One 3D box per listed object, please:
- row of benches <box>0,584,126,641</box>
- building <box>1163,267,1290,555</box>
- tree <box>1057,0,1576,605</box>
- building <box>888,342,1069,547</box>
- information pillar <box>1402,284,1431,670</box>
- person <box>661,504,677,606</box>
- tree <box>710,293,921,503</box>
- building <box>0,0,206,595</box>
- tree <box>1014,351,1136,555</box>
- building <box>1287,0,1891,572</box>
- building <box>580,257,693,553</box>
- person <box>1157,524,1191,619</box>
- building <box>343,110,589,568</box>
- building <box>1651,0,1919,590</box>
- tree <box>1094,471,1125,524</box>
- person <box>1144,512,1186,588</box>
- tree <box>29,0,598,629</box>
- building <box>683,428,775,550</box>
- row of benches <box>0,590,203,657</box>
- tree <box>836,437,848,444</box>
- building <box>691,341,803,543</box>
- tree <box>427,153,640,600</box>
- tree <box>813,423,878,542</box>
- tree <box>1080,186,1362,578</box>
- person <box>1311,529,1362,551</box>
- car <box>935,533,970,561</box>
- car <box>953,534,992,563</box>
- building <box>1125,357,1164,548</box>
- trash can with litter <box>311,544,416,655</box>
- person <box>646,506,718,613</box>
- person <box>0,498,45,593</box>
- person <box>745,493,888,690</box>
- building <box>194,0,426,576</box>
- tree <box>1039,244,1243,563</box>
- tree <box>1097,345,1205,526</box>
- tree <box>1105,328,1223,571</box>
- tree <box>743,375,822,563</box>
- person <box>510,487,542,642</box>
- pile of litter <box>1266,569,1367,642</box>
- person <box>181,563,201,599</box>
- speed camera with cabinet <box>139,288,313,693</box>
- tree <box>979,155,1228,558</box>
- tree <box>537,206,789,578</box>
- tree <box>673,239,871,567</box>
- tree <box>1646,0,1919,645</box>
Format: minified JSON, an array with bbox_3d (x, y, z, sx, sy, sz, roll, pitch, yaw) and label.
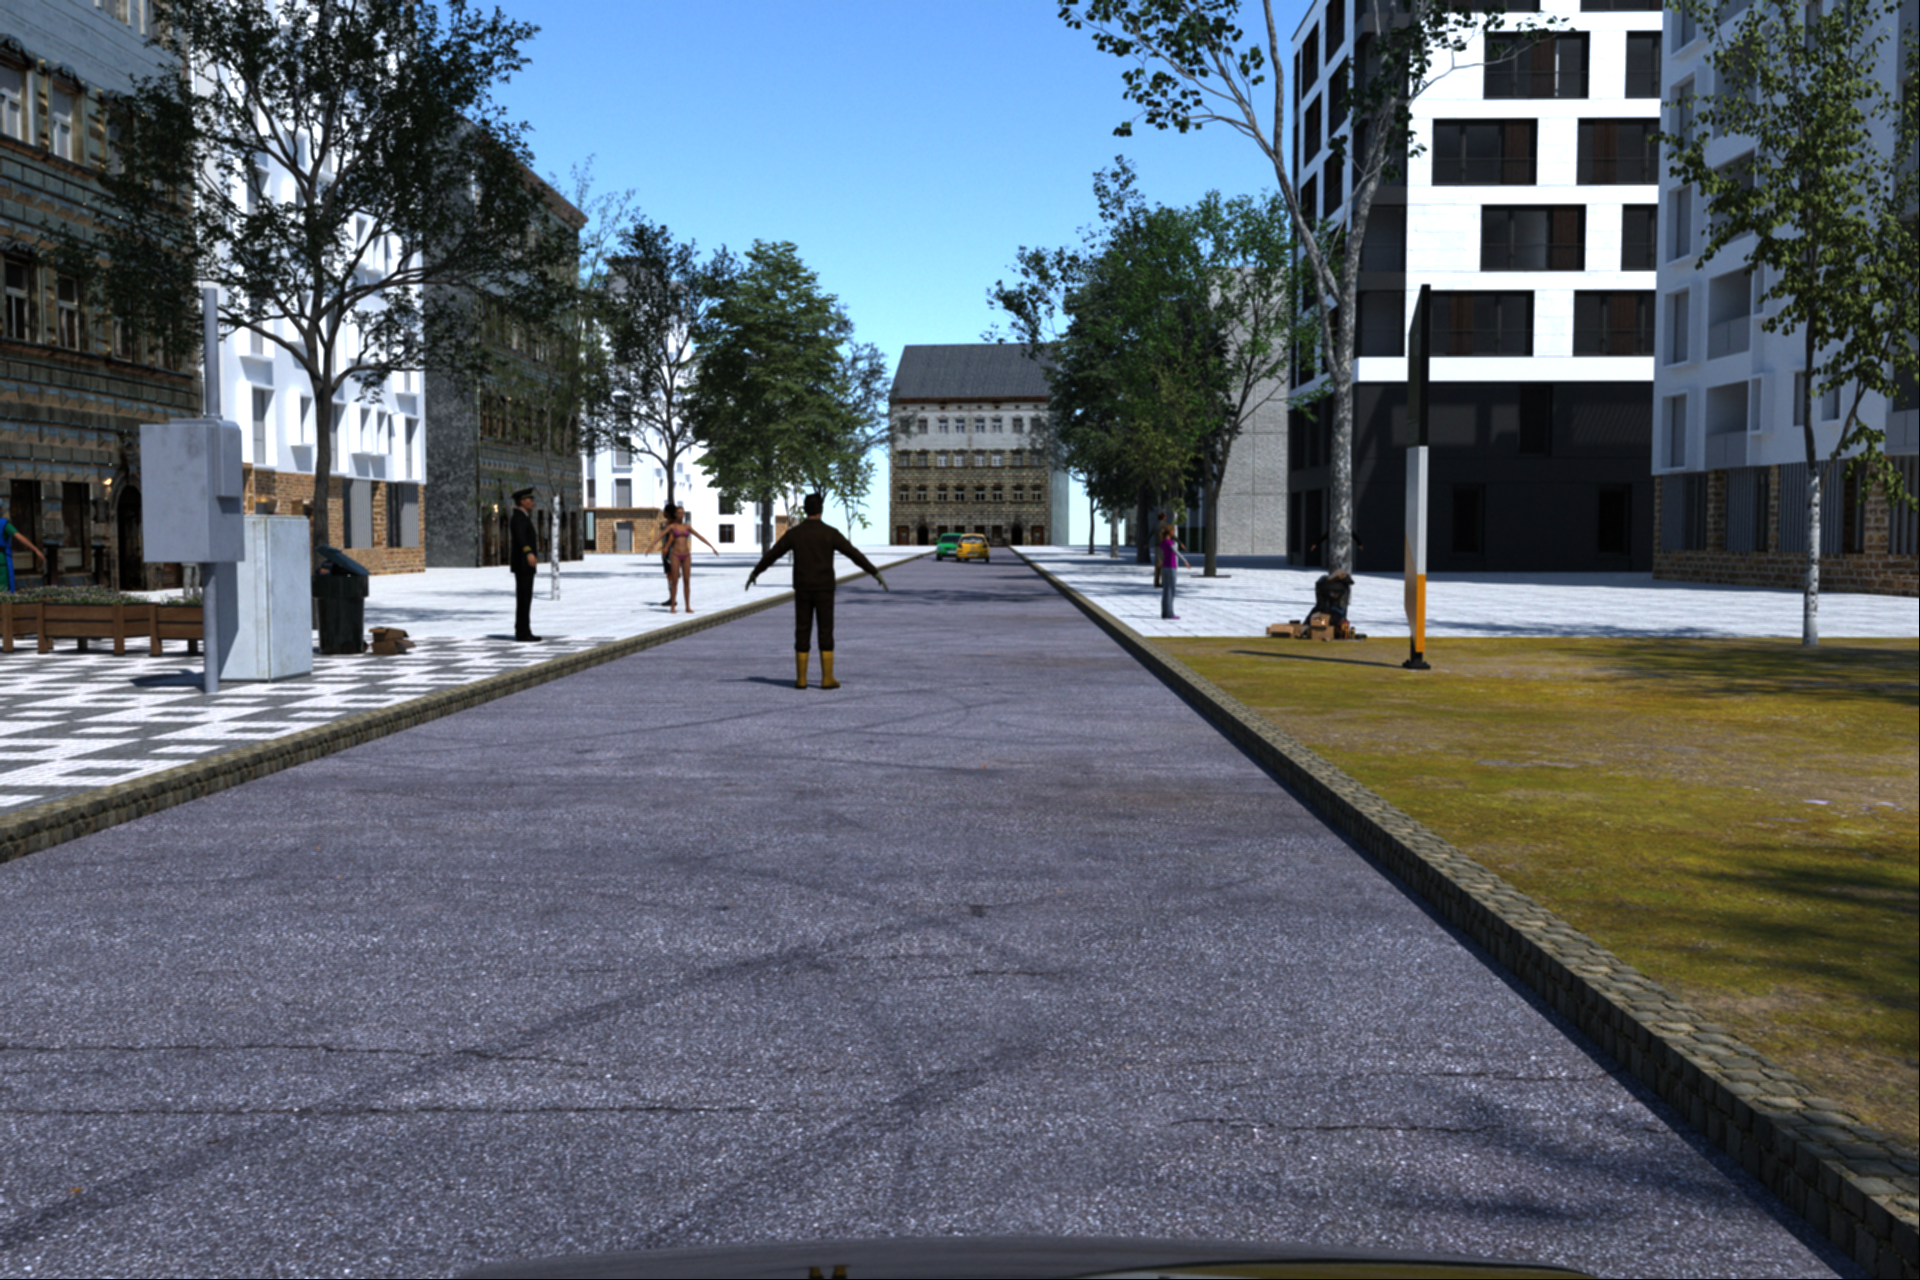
[{"bbox_3d":[-12.218,-0.358,21.312,4.104,0.672,1.422,0,4,6],"label":"row of benches"},{"bbox_3d":[24.574,-15.704,123.216,16.747,18.905,31.486,0,4,1],"label":"building"},{"bbox_3d":[6.227,-10.773,32.029,12.611,20.169,13.585,0,3,0],"label":"tree"},{"bbox_3d":[2.591,-22.340,198.646,18.063,23.208,19.493,1,4,10],"label":"building"},{"bbox_3d":[4.362,-1.540,16.527,0.183,3.616,0.504,0,4,1],"label":"information pillar"},{"bbox_3d":[-5.209,-1.521,31.005,0.704,1.843,1.345,-1,4,-9],"label":"person"},{"bbox_3d":[-7.105,-10.829,87.426,12.009,13.543,11.850,0,3,0],"label":"tree"},{"bbox_3d":[-27.373,-12.304,32.093,19.493,23.208,18.063,0,3,0],"label":"building"},{"bbox_3d":[8.209,-11.962,105.949,12.009,13.543,11.850,0,3,0],"label":"tree"},{"bbox_3d":[27.652,-14.062,73.896,27.936,21.610,32.646,0,4,1],"label":"building"},{"bbox_3d":[-25.736,-16.090,119.496,16.016,20.090,11.380,0,4,2],"label":"building"},{"bbox_3d":[3.212,-1.033,26.160,0.599,1.433,0.991,-1,4,-20],"label":"person"},{"bbox_3d":[-27.526,-14.877,74.175,19.493,23.208,18.063,0,3,0],"label":"building"},{"bbox_3d":[24.442,-11.614,46.310,16.016,20.090,11.380,0,4,1],"label":"building"},{"bbox_3d":[19.529,-17.669,195.539,9.857,13.997,8.962,0,3,0],"label":"tree"},{"bbox_3d":[4.839,-2.150,41.425,0.705,1.796,1.348,-3,4,-39],"label":"person"},{"bbox_3d":[-8.349,-5.430,23.188,7.601,10.594,8.767,-3,5,-40],"label":"tree"},{"bbox_3d":[-20.433,-12.725,150.199,9.099,9.664,28.070,0,4,1],"label":"building"},{"bbox_3d":[-9.328,-0.194,18.640,4.104,0.672,1.422,1,4,16],"label":"row of benches"},{"bbox_3d":[-18.584,-20.959,198.574,12.611,20.169,13.585,0,3,0],"label":"tree"},{"bbox_3d":[-21.629,-19.070,168.213,16.016,20.090,11.380,0,4,1],"label":"building"},{"bbox_3d":[-7.759,-5.071,33.278,4.360,8.622,3.978,0,3,0],"label":"tree"},{"bbox_3d":[-6.757,-9.443,104.756,4.737,8.622,4.395,0,3,0],"label":"tree"},{"bbox_3d":[7.578,-7.667,51.110,9.928,11.665,9.643,0,3,0],"label":"tree"},{"bbox_3d":[8.602,-2.028,39.345,1.347,1.806,0.705,-1,4,-20],"label":"person"},{"bbox_3d":[-0.355,-5.166,93.254,1.959,1.807,4.718,0,4,1],"label":"car"},{"bbox_3d":[0.657,-4.799,88.687,2.015,1.641,3.980,0,4,1],"label":"car"},{"bbox_3d":[26.320,-20.799,170.986,19.493,23.208,18.063,0,4,1],"label":"building"},{"bbox_3d":[-6.380,-0.438,18.547,1.055,1.170,0.624,0,4,2],"label":"trash can with litter"},{"bbox_3d":[-4.517,-1.304,28.116,1.217,1.733,0.721,-2,4,-26],"label":"person"},{"bbox_3d":[-13.838,-1.150,24.925,1.347,1.817,0.704,1,4,9],"label":"person"},{"bbox_3d":[-1.344,-0.455,16.042,1.346,1.812,0.704,0,4,6],"label":"person"},{"bbox_3d":[-23.109,-11.520,44.765,16.016,20.090,11.380,0,4,1],"label":"building"},{"bbox_3d":[8.158,-10.371,76.213,9.857,13.997,8.962,0,3,0],"label":"tree"},{"bbox_3d":[7.944,-7.086,66.222,4.360,8.622,3.978,0,3,0],"label":"tree"},{"bbox_3d":[7.339,-6.729,60.387,4.737,8.622,4.395,0,3,0],"label":"tree"},{"bbox_3d":[-7.581,-7.659,75.595,4.737,8.622,4.395,0,3,0],"label":"tree"},{"bbox_3d":[-5.184,-0.904,20.714,0.705,1.837,1.347,-1,4,-14],"label":"person"},{"bbox_3d":[4.412,-0.459,21.468,1.176,0.858,1.719,0,4,0],"label":"pile of litter"},{"bbox_3d":[-15.196,-1.719,34.291,0.705,1.806,1.347,1,4,21],"label":"person"},{"bbox_3d":[-6.209,-1.247,14.731,0.660,3.252,2.038,0,4,1],"label":"speed camera with cabinet"},{"bbox_3d":[7.291,-14.287,89.481,12.611,20.169,13.585,0,3,0],"label":"tree"},{"bbox_3d":[-8.622,-7.080,50.174,7.601,10.594,8.767,-1,4,-23],"label":"tree"},{"bbox_3d":[-7.292,-9.089,66.731,7.486,12.596,7.792,0,3,0],"label":"tree"},{"bbox_3d":[9.996,-4.234,19.590,4.737,8.622,4.395,0,3,0],"label":"tree"}]
